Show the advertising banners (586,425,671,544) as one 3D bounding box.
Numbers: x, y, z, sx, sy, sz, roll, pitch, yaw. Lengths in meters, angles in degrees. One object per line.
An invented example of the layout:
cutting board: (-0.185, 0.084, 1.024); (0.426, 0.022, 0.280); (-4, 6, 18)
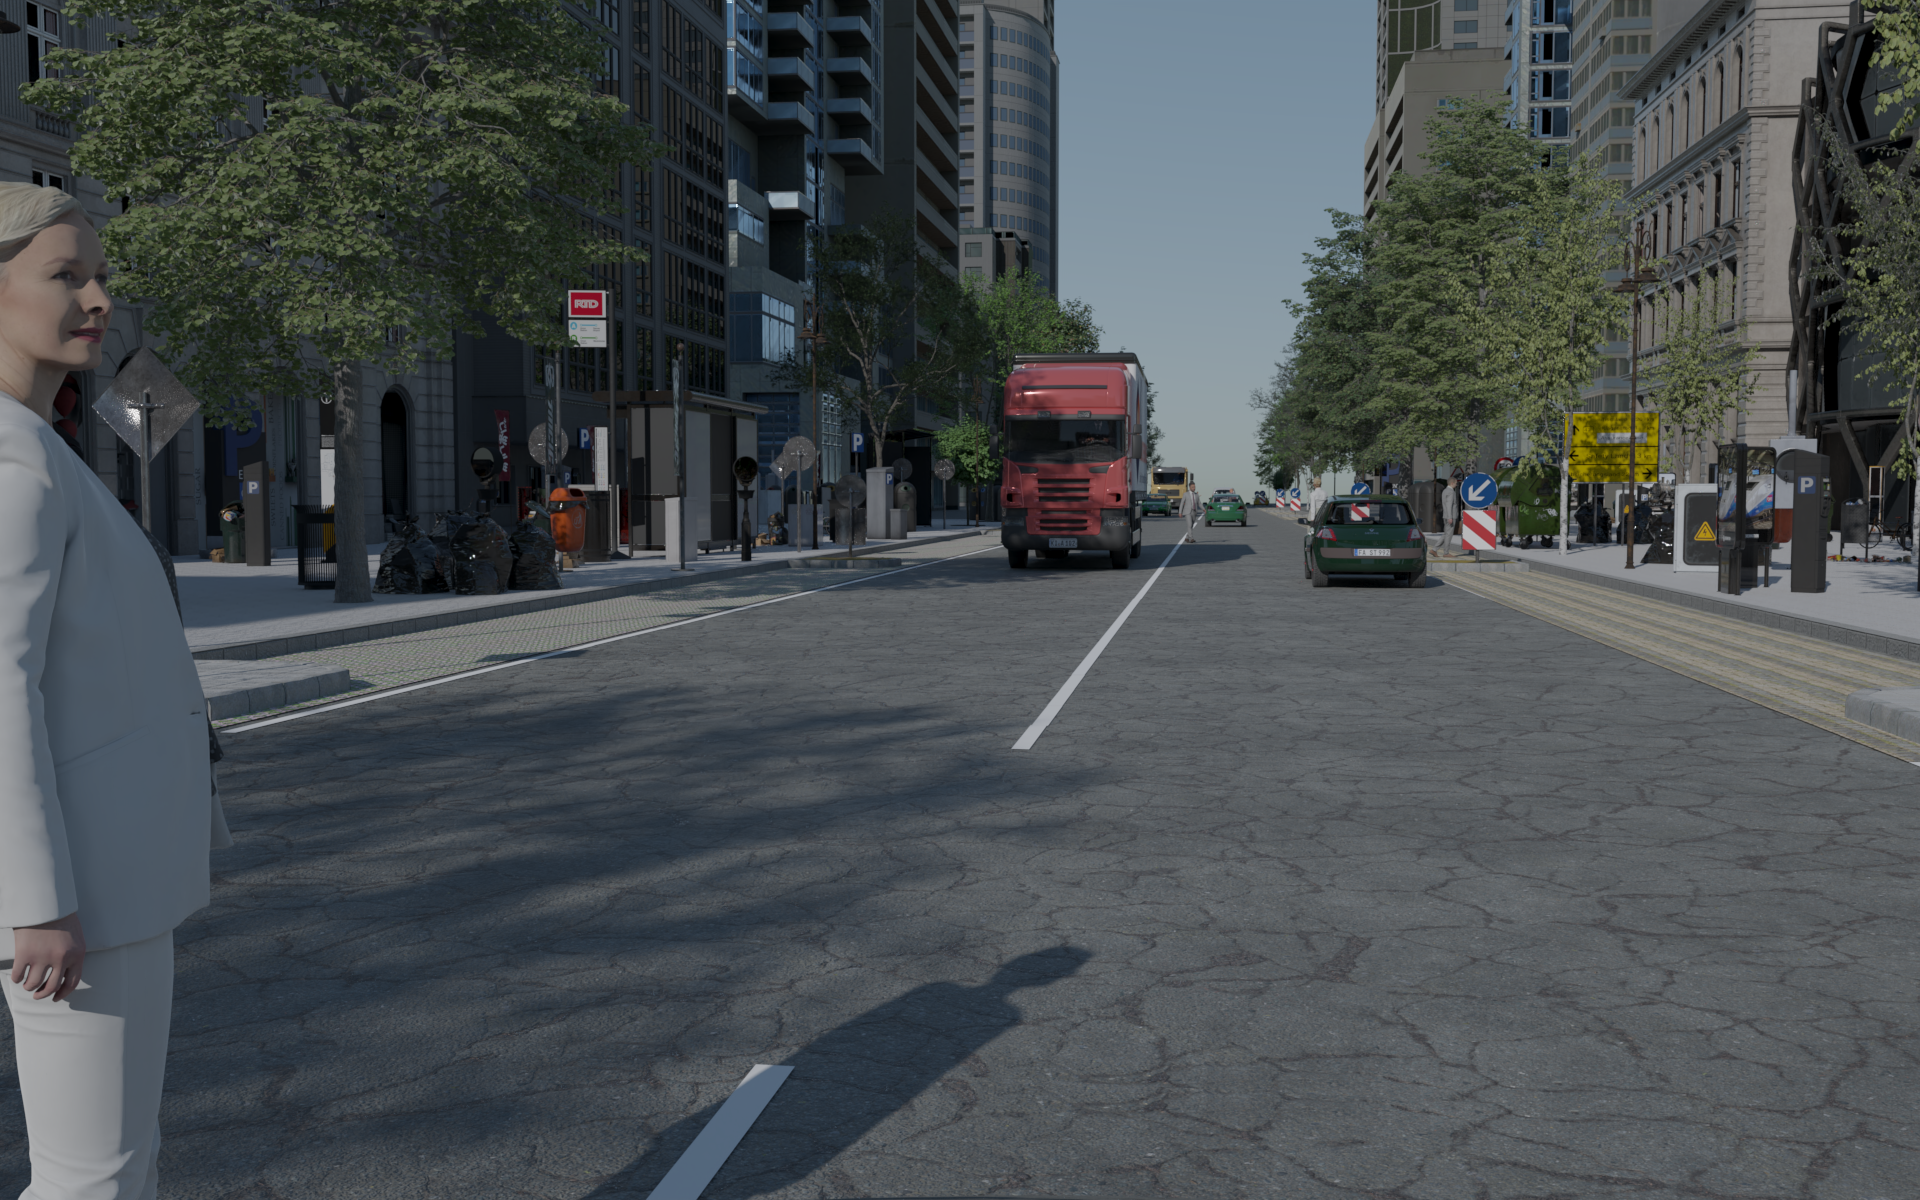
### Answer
advertising banners: (-8.477, -2.935, 44.181); (2.074, 3.025, 0.090); (-2, 4, -24)

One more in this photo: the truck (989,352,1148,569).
truck: (2.572, -2.922, 36.685); (2.839, 4.237, 11.283); (0, 4, 8)

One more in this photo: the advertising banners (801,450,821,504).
advertising banners: (-6.046, -4.535, 70.332); (0.090, 3.025, 2.074); (-2, 4, -26)

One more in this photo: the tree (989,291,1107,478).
tree: (5.415, -11.062, 97.877); (9.611, 12.733, 9.660); (0, 3, 0)

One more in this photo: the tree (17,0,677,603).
tree: (-6.842, -6.228, 19.963); (7.486, 12.596, 7.792); (0, 3, 0)

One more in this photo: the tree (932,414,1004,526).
tree: (0.394, -5.280, 70.040); (4.285, 4.588, 4.351); (0, 3, 0)

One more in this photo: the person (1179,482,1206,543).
person: (6.767, -2.564, 50.703); (0.678, 1.792, 0.850); (-1, 4, -23)

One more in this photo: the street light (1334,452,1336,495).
street light: (22.799, -8.105, 105.299); (0.468, 5.910, 1.993); (1, 4, 8)

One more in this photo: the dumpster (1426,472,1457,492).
dumpster: (21.387, -4.581, 77.391); (1.502, 2.255, 1.985); (1, 4, 8)

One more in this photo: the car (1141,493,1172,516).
car: (12.749, -6.340, 112.455); (1.959, 1.807, 4.718); (1, 4, 10)

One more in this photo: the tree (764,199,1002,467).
tree: (-2.307, -7.323, 54.145); (8.767, 10.594, 7.601); (2, 4, 30)

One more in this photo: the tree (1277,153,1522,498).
tree: (17.185, -9.797, 66.836); (9.857, 13.997, 8.962); (0, 3, 0)

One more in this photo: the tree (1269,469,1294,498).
tree: (41.266, -14.605, 222.510); (4.285, 4.588, 4.351); (0, 3, 0)

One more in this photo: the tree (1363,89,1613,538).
tree: (14.978, -8.023, 49.298); (7.486, 12.596, 7.792); (0, 3, 0)

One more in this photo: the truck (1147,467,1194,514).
truck: (15.161, -7.909, 125.231); (3.469, 3.379, 9.791); (0, 4, 8)

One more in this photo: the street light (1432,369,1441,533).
street light: (15.472, -5.109, 56.312); (0.468, 5.910, 1.993); (1, 4, 8)

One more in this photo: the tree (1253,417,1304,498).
tree: (43.307, -19.211, 232.222); (7.486, 12.596, 7.792); (0, 3, 0)

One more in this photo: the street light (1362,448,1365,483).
street light: (19.489, -6.779, 83.623); (0.468, 5.910, 1.993); (1, 4, 8)

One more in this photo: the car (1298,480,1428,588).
car: (6.463, -1.103, 27.819); (2.009, 1.686, 4.222); (1, 4, 9)

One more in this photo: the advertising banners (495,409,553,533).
advertising banners: (-9.186, -2.469, 36.548); (0.090, 3.025, 2.074); (1, 4, 20)

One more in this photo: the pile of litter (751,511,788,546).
pile of litter: (-4.894, -1.821, 43.732); (1.176, 0.858, 1.719); (2, 4, 24)

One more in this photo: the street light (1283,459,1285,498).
street light: (35.114, -13.158, 187.921); (0.468, 5.910, 1.993); (1, 4, 8)

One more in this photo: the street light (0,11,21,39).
street light: (-7.450, -2.427, 12.464); (0.468, 5.910, 1.993); (1, 4, 8)

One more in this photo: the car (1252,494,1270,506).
car: (34.735, -11.600, 199.879); (2.015, 1.641, 3.980); (1, 4, 8)

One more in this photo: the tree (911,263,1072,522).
tree: (1.332, -9.380, 79.110); (9.928, 11.665, 9.643); (0, 3, 0)

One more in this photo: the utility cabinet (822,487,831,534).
utility cabinet: (-4.295, -2.887, 55.880); (0.318, 1.500, 1.173); (0, 4, -4)

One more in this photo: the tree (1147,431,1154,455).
tree: (16.146, -15.352, 176.762); (9.928, 11.665, 9.643); (0, 3, 0)

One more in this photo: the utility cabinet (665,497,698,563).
utility cabinet: (-5.294, -1.330, 32.899); (0.306, 1.237, 1.020); (1, 4, 11)

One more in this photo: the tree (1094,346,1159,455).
tree: (12.357, -14.822, 149.002); (9.857, 13.997, 8.962); (0, 3, 0)

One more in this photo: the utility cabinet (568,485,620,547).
utility cabinet: (-8.743, -2.000, 41.376); (1.173, 1.500, 0.318); (-1, 4, -10)

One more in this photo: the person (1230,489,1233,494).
person: (16.073, -5.736, 102.830); (0.434, 1.755, 0.990); (-1, 4, -14)

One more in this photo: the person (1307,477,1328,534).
person: (7.832, -1.775, 37.749); (0.478, 1.798, 0.641); (0, 4, -7)

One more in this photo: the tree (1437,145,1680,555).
tree: (12.540, -5.266, 36.462); (4.737, 8.622, 4.395); (0, 3, 0)

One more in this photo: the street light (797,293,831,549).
street light: (-3.355, -4.111, 39.995); (0.468, 5.910, 1.993); (1, 4, 8)

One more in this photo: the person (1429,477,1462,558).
person: (10.985, -1.849, 38.845); (0.853, 1.813, 0.709); (0, 4, -2)

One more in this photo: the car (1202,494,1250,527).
car: (11.826, -3.984, 76.939); (2.131, 1.459, 4.920); (1, 4, 9)

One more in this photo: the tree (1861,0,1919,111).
tree: (9.449, -3.939, 14.766); (4.737, 8.622, 4.395); (0, 3, 0)

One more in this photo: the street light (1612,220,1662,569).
street light: (11.505, -3.473, 29.570); (0.468, 5.910, 1.993); (1, 4, 8)

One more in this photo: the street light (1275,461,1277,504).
street light: (39.231, -14.803, 214.820); (0.468, 5.910, 1.993); (1, 4, 8)

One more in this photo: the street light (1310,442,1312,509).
street light: (26.783, -9.740, 132.038); (0.468, 5.910, 1.993); (1, 4, 8)

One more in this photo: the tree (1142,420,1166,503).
tree: (14.495, -13.791, 159.901); (8.767, 10.594, 7.601); (0, 4, -6)

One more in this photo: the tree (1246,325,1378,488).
tree: (25.187, -12.912, 121.485); (12.009, 13.543, 11.850); (0, 3, 0)

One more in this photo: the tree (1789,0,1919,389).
tree: (14.318, -4.549, 24.734); (4.360, 8.622, 3.978); (0, 3, 0)

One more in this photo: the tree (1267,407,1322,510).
tree: (27.805, -11.546, 139.139); (4.360, 8.622, 3.978); (0, 3, 0)

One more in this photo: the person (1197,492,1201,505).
person: (31.336, -13.366, 227.569); (0.750, 1.759, 0.617); (0, 4, -8)

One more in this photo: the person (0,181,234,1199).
person: (-1.266, 0.372, 2.293); (0.514, 1.842, 0.818); (2, 4, 35)

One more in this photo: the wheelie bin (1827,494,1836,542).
wheelie bin: (22.986, -2.357, 46.453); (0.693, 1.594, 0.980); (0, 4, -7)

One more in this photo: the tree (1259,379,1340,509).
tree: (30.295, -13.601, 148.129); (9.928, 11.665, 9.643); (0, 3, 0)
